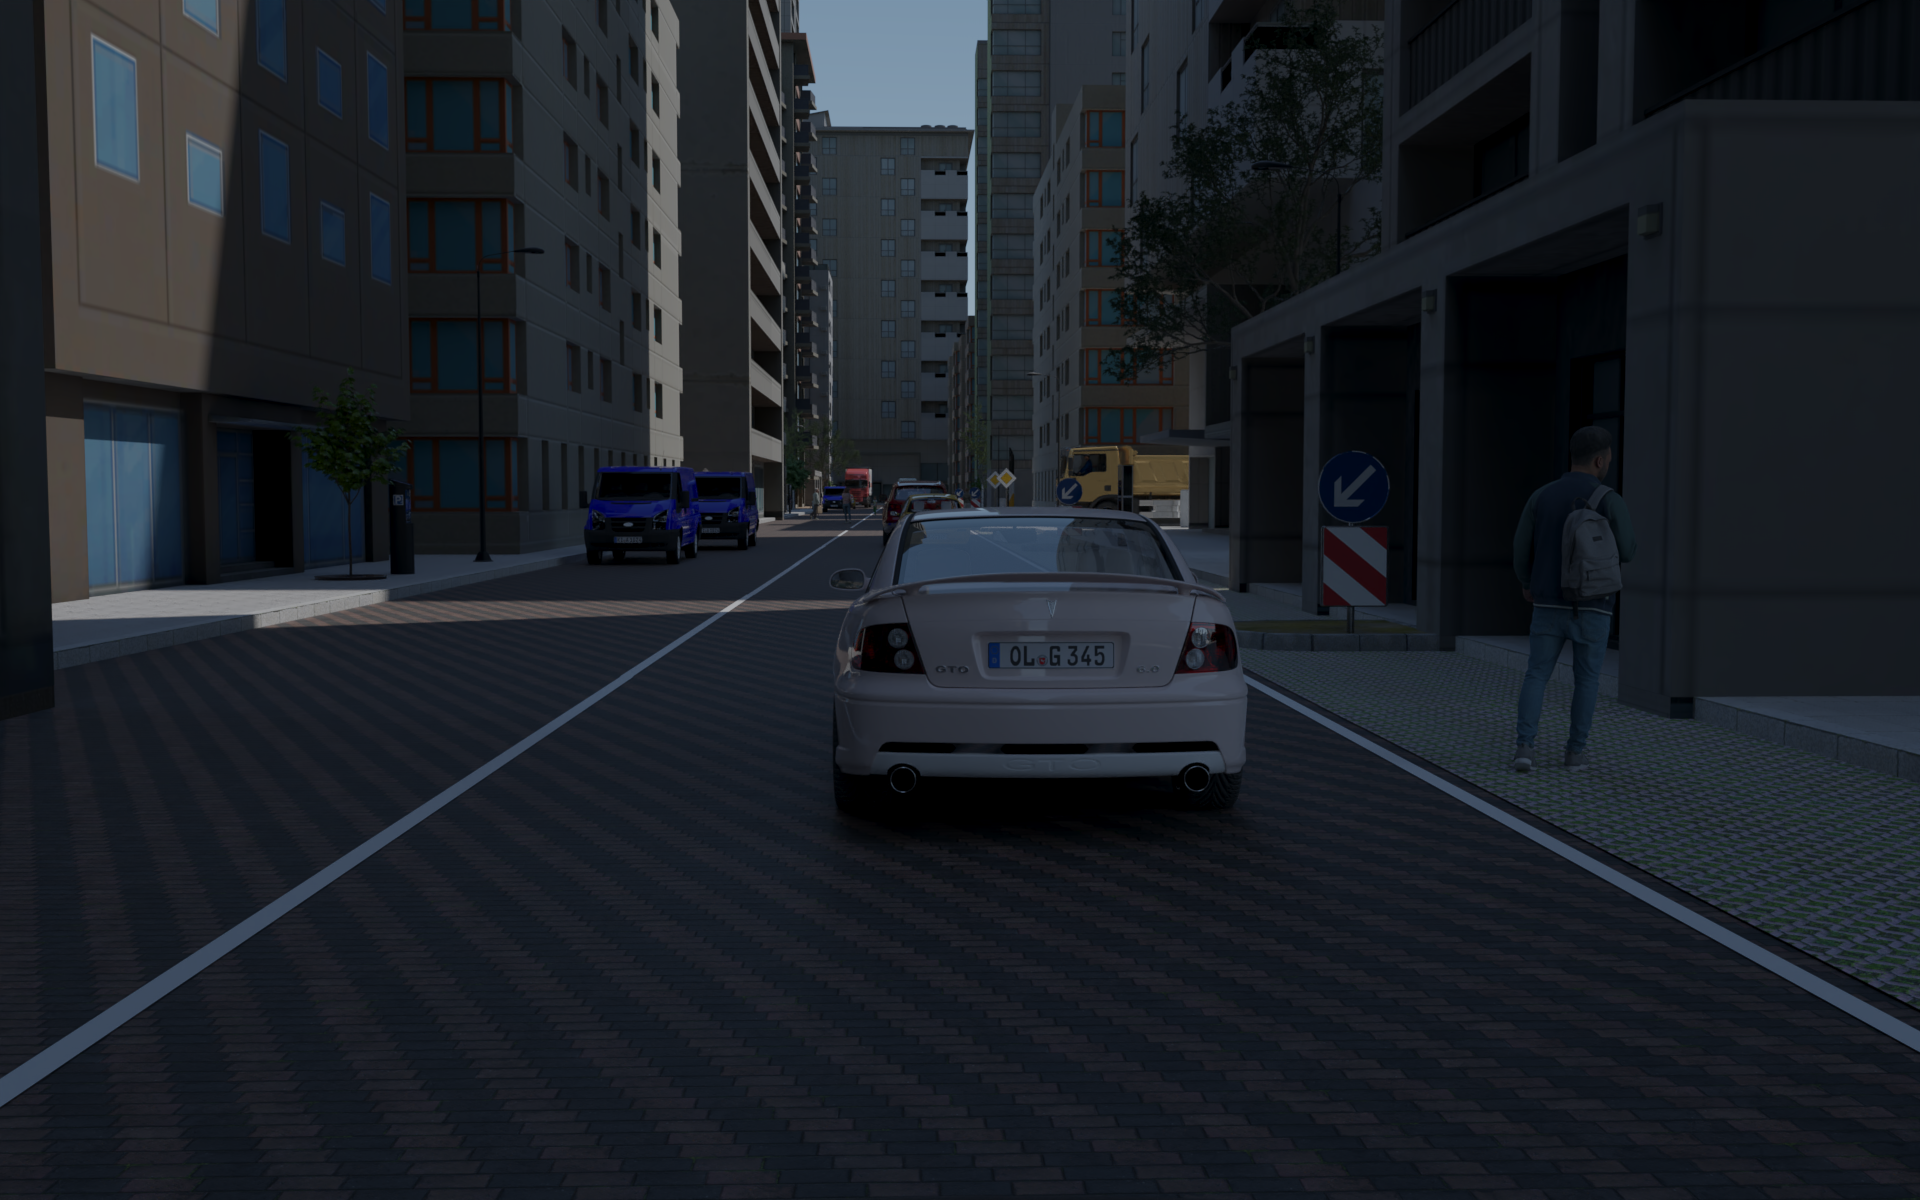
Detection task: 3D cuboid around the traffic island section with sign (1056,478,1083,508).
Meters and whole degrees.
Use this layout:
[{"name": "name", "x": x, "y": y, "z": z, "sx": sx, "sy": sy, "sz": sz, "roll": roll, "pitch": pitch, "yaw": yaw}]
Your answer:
[{"name": "traffic island section with sign", "x": 2.572, "y": -2.136, "z": 43.559, "sx": 1.989, "sy": 1.847, "sz": 2.006, "roll": 0, "pitch": 4, "yaw": -2}]

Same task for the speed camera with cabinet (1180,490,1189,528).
[{"name": "speed camera with cabinet", "x": 9.390, "y": -4.433, "z": 66.816, "sx": 2.038, "sy": 3.252, "sz": 0.660, "roll": -3, "pitch": 5, "yaw": -41}]

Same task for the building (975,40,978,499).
[{"name": "building", "x": 8.307, "y": -29.154, "z": 160.256, "sx": 14.154, "sy": 41.232, "sz": 14.086, "roll": 0, "pitch": 4, "yaw": -2}]

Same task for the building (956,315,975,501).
[{"name": "building", "x": 14.143, "y": -20.641, "z": 182.516, "sx": 27.650, "sy": 21.520, "sz": 28.899, "roll": 0, "pitch": 4, "yaw": -2}]

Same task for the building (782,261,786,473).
[{"name": "building", "x": -26.580, "y": -16.610, "z": 116.607, "sx": 27.650, "sy": 21.520, "sz": 28.899, "roll": 0, "pitch": 4, "yaw": -2}]

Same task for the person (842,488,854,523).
[{"name": "person", "x": -5.536, "y": -4.661, "z": 85.299, "sx": 0.593, "sy": 1.750, "sz": 0.643, "roll": 0, "pitch": 4, "yaw": 1}]

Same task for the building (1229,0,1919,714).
[{"name": "building", "x": 14.536, "y": -35.192, "z": 13.639, "sx": 20.563, "sy": 71.187, "sz": 20.611, "roll": 0, "pitch": 4, "yaw": -2}]

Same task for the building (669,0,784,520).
[{"name": "building", "x": -19.970, "y": -28.079, "z": 82.796, "sx": 21.300, "sy": 48.544, "sz": 21.600, "roll": 0, "pitch": 4, "yaw": -2}]

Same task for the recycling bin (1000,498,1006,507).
[{"name": "recycling bin", "x": 2.760, "y": -5.889, "z": 108.844, "sx": 0.722, "sy": 1.027, "sz": 0.722, "roll": 0, "pitch": 4, "yaw": -7}]

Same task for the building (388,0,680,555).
[{"name": "building", "x": -24.231, "y": -12.497, "z": 49.371, "sx": 28.899, "sy": 21.520, "sz": 27.650, "roll": 0, "pitch": 4, "yaw": -2}]

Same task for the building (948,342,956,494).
[{"name": "building", "x": 12.684, "y": -22.437, "z": 211.892, "sx": 27.650, "sy": 21.520, "sz": 28.899, "roll": 0, "pitch": 4, "yaw": -2}]

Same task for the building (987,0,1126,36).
[{"name": "building", "x": 8.748, "y": -26.421, "z": 115.578, "sx": 14.154, "sy": 41.232, "sz": 14.086, "roll": 0, "pitch": 4, "yaw": -2}]

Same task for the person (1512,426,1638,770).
[{"name": "person", "x": 3.158, "y": -0.005, "z": 8.927, "sx": 0.623, "sy": 1.781, "sz": 0.721, "roll": 2, "pitch": 4, "yaw": 24}]

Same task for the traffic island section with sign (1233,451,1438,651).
[{"name": "traffic island section with sign", "x": 3.471, "y": -0.489, "z": 16.619, "sx": 1.989, "sy": 1.847, "sz": 2.006, "roll": 0, "pitch": 4, "yaw": -2}]

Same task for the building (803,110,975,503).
[{"name": "building", "x": -10.087, "y": -40.199, "z": 246.498, "sx": 27.495, "sy": 52.752, "sz": 28.713, "roll": 0, "pitch": 4, "yaw": -2}]

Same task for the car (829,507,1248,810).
[{"name": "car", "x": 0.316, "y": 0.190, "z": 9.255, "sx": 2.083, "sy": 1.381, "sz": 4.827, "roll": 0, "pitch": 4, "yaw": -1}]

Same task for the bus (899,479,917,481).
[{"name": "bus", "x": -6.227, "y": -13.307, "z": 212.430, "sx": 2.948, "sy": 3.499, "sz": 13.247, "roll": 0, "pitch": 3, "yaw": 0}]

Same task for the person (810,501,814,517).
[{"name": "person", "x": -9.136, "y": -5.799, "z": 108.336, "sx": 0.505, "sy": 1.210, "sz": 0.382, "roll": -3, "pitch": 5, "yaw": -42}]

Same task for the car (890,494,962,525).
[{"name": "car", "x": -0.687, "y": -1.957, "z": 42.227, "sx": 2.015, "sy": 1.641, "sz": 3.980, "roll": 0, "pitch": 4, "yaw": -3}]

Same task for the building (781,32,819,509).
[{"name": "building", "x": -24.800, "y": -31.068, "z": 162.580, "sx": 22.147, "sy": 44.769, "sz": 28.867, "roll": 0, "pitch": 4, "yaw": -2}]

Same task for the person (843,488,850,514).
[{"name": "person", "x": -8.208, "y": -7.201, "z": 126.035, "sx": 0.655, "sy": 1.846, "sz": 0.447, "roll": 3, "pitch": 4, "yaw": 39}]

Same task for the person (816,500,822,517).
[{"name": "person", "x": -9.017, "y": -5.939, "z": 110.623, "sx": 0.505, "sy": 1.210, "sz": 0.382, "roll": 1, "pitch": 4, "yaw": 15}]

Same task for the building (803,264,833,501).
[{"name": "building", "x": -23.047, "y": -27.281, "z": 217.751, "sx": 14.107, "sy": 30.474, "sz": 14.160, "roll": 0, "pitch": 4, "yaw": -2}]

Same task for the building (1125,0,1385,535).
[{"name": "building", "x": 19.888, "y": -28.204, "z": 50.371, "sx": 28.713, "sy": 52.752, "sz": 27.495, "roll": 0, "pitch": 4, "yaw": -2}]

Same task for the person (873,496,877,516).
[{"name": "person", "x": -5.607, "y": -6.223, "z": 114.502, "sx": 0.306, "sy": 1.304, "sz": 0.590, "roll": 1, "pitch": 4, "yaw": 11}]

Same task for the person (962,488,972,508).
[{"name": "person", "x": 0.397, "y": -5.060, "z": 91.777, "sx": 0.519, "sy": 1.759, "sz": 0.362, "roll": 1, "pitch": 4, "yaw": 18}]

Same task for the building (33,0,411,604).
[{"name": "building", "x": -17.378, "y": -22.945, "z": 25.257, "sx": 14.600, "sy": 45.320, "sz": 14.200, "roll": 0, "pitch": 4, "yaw": -2}]

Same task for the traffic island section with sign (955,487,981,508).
[{"name": "traffic island section with sign", "x": 0.717, "y": -5.533, "z": 99.094, "sx": 1.989, "sy": 1.847, "sz": 2.006, "roll": 0, "pitch": 4, "yaw": -2}]

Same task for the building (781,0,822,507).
[{"name": "building", "x": -25.482, "y": -45.763, "z": 186.471, "sx": 20.563, "sy": 71.187, "sz": 20.611, "roll": 0, "pitch": 4, "yaw": -2}]

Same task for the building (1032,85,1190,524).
[{"name": "building", "x": 19.140, "y": -14.845, "z": 87.748, "sx": 28.899, "sy": 21.520, "sz": 27.650, "roll": 0, "pitch": 4, "yaw": -2}]

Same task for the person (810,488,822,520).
[{"name": "person", "x": -8.056, "y": -5.380, "z": 96.941, "sx": 0.515, "sy": 1.767, "sz": 0.782, "roll": -2, "pitch": 4, "yaw": -29}]
